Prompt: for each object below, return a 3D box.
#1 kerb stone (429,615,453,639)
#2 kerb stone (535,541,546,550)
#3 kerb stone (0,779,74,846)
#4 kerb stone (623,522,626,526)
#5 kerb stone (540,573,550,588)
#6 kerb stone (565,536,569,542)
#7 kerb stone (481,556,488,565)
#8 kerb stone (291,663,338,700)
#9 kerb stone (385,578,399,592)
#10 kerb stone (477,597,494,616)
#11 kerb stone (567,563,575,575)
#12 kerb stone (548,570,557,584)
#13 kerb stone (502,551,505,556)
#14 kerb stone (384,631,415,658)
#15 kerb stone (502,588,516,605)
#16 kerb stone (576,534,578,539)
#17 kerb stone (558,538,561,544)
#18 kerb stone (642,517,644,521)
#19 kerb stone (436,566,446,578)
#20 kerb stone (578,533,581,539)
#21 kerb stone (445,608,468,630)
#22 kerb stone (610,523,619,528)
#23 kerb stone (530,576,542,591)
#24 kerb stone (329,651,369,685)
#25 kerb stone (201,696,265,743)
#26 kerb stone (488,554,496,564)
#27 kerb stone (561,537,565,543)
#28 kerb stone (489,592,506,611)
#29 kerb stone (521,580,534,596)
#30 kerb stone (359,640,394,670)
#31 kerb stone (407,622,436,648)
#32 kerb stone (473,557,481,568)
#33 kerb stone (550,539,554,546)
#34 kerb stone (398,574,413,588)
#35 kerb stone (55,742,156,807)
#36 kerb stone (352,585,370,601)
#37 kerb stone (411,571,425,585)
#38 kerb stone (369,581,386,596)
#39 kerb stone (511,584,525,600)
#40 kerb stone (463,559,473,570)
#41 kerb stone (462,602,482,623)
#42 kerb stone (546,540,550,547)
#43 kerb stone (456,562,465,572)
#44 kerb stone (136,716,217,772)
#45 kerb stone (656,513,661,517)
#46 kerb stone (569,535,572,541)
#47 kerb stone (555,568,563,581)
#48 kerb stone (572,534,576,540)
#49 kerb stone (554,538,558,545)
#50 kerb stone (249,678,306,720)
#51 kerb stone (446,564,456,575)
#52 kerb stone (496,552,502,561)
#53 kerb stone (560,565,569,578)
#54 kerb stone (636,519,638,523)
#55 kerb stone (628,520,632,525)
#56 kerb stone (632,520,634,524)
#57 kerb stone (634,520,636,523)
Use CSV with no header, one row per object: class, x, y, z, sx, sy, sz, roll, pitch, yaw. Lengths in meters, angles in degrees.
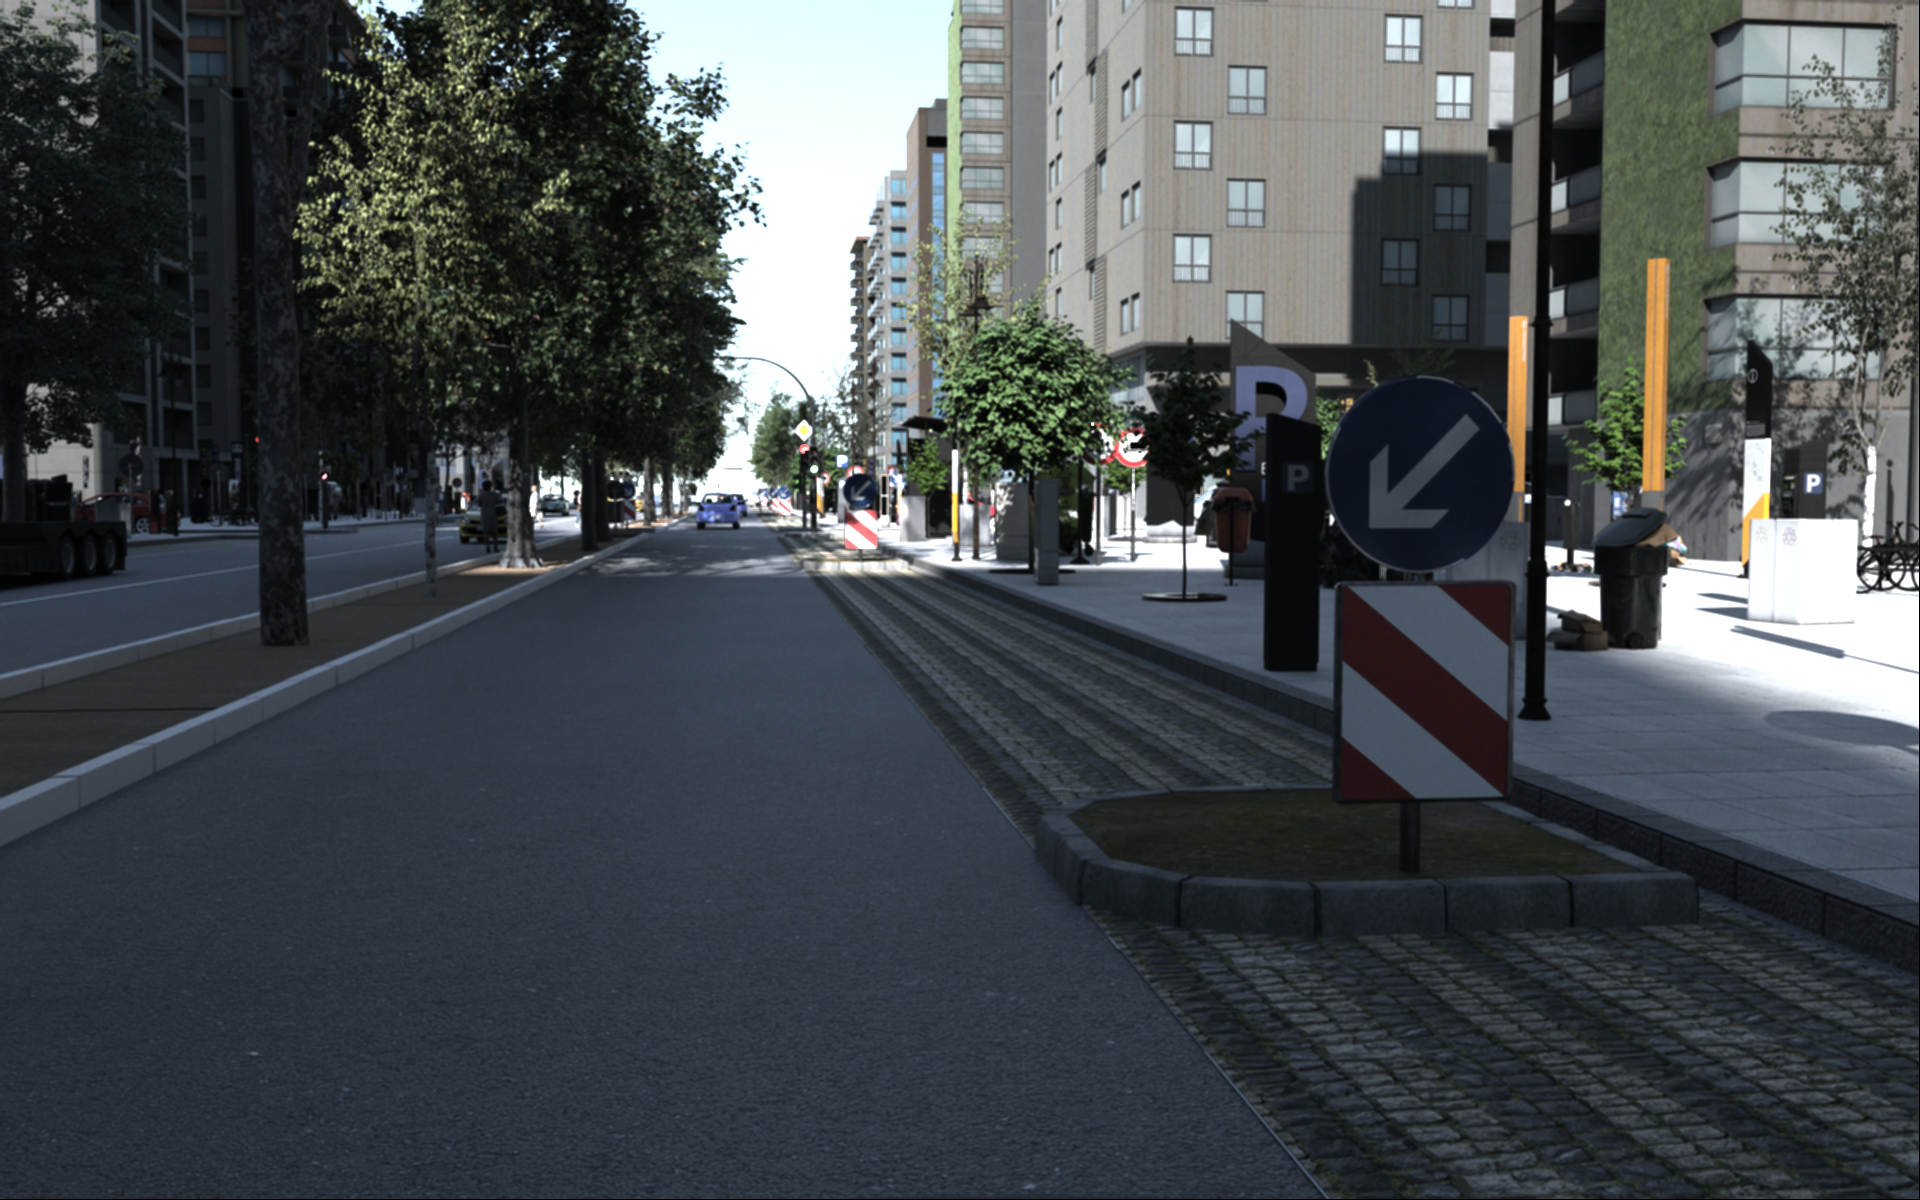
kerb stone,-5.297,0.286,17.526,0.120,0.150,1.000,0,4,-7
kerb stone,-10.894,-1.381,44.770,0.120,0.150,1.000,0,4,-7
kerb stone,-4.005,0.912,7.373,0.120,0.150,1.000,0,4,-7
kerb stone,-14.979,-3.335,76.762,0.120,0.150,1.000,0,4,-7
kerb stone,-6.474,-0.274,26.680,0.120,0.150,1.000,0,4,-7
kerb stone,-11.676,-1.742,50.861,0.120,0.150,1.000,0,4,-7
kerb stone,-9.610,-0.754,34.602,0.120,0.150,1.000,0,4,-7
kerb stone,-4.663,0.598,12.443,0.120,0.150,1.000,0,4,-7
kerb stone,-8.440,-0.198,25.445,0.120,0.150,1.000,0,4,-7
kerb stone,-5.695,0.099,20.573,0.120,0.150,1.000,0,4,-7
kerb stone,-6.992,-0.523,30.752,0.120,0.150,1.000,0,4,-7
kerb stone,-6.606,-0.336,27.693,0.120,0.150,1.000,0,4,-7
kerb stone,-9.989,-0.945,37.654,0.120,0.150,1.000,0,4,-7
kerb stone,-5.056,0.415,15.494,0.120,0.150,1.000,0,4,-7
kerb stone,-5.956,-0.022,22.601,0.120,0.150,1.000,0,4,-7
kerb stone,-12.066,-1.940,53.907,0.120,0.150,1.000,0,4,-7
kerb stone,-11.421,-1.628,48.829,0.120,0.150,1.000,0,4,-7
kerb stone,-16.661,-4.146,89.986,0.120,0.150,1.000,0,4,-7
kerb stone,-8.955,-0.448,29.526,0.120,0.150,1.000,0,4,-7
kerb stone,-12.192,-2.000,54.922,0.120,0.150,1.000,0,4,-7
kerb stone,-5.431,0.224,18.540,0.120,0.150,1.000,0,4,-7
kerb stone,-14.334,-3.022,71.688,0.120,0.150,1.000,0,4,-7
kerb stone,-6.347,-0.212,25.654,0.120,0.150,1.000,0,4,-7
kerb stone,-4.782,0.534,13.465,0.120,0.150,1.000,0,4,-7
kerb stone,-4.394,0.724,10.416,0.120,0.150,1.000,0,4,-7
kerb stone,-9.735,-0.821,35.617,0.120,0.150,1.000,0,4,-7
kerb stone,-11.548,-1.689,49.846,0.120,0.150,1.000,0,4,-7
kerb stone,-5.819,0.037,21.587,0.120,0.150,1.000,0,4,-7
kerb stone,-6.214,-0.149,24.632,0.120,0.150,1.000,0,4,-7
kerb stone,-4.916,0.477,14.481,0.120,0.150,1.000,0,4,-7
kerb stone,-5.170,0.349,16.512,0.120,0.150,1.000,0,4,-7
kerb stone,-9.471,-0.697,33.589,0.120,0.150,1.000,0,4,-7
kerb stone,-11.153,-1.505,46.802,0.120,0.150,1.000,0,4,-7
kerb stone,-8.557,-0.260,26.462,0.120,0.150,1.000,0,4,-7
kerb stone,-4.137,0.845,8.387,0.120,0.150,1.000,0,4,-7
kerb stone,-8.176,-0.074,23.407,0.120,0.150,1.000,0,4,-7
kerb stone,-8.686,-0.324,27.488,0.120,0.150,1.000,0,4,-7
kerb stone,-8.301,-0.136,24.427,0.120,0.150,1.000,0,4,-7
kerb stone,-6.085,-0.087,23.616,0.120,0.150,1.000,0,4,-7
kerb stone,-9.339,-0.635,32.576,0.120,0.150,1.000,0,4,-7
kerb stone,-5.567,0.162,19.559,0.120,0.150,1.000,0,4,-7
kerb stone,-11.033,-1.442,45.785,0.120,0.150,1.000,0,4,-7
kerb stone,-9.213,-0.569,31.554,0.120,0.150,1.000,0,4,-7
kerb stone,-4.264,0.782,9.402,0.120,0.150,1.000,0,4,-7
kerb stone,-19.656,-5.579,113.415,0.120,0.150,1.000,0,4,-7
kerb stone,-11.808,-1.815,51.877,0.120,0.150,1.000,0,4,-7
kerb stone,-6.733,-0.398,28.711,0.120,0.150,1.000,0,4,-7
kerb stone,-11.927,-1.877,52.892,0.120,0.150,1.000,0,4,-7
kerb stone,-11.291,-1.567,47.815,0.120,0.150,1.000,0,4,-7
kerb stone,-4.525,0.660,11.430,0.120,0.150,1.000,0,4,-7
kerb stone,-9.083,-0.510,30.540,0.120,0.150,1.000,0,4,-7
kerb stone,-9.863,-0.883,36.634,0.120,0.150,1.000,0,4,-7
kerb stone,-6.862,-0.457,29.732,0.120,0.150,1.000,0,4,-7
kerb stone,-16.019,-3.835,84.892,0.120,0.150,1.000,0,4,-7
kerb stone,-15.500,-3.580,80.830,0.120,0.150,1.000,0,4,-7
kerb stone,-15.629,-3.648,81.844,0.120,0.150,1.000,0,4,-7
kerb stone,-15.888,-3.772,83.871,0.120,0.150,1.000,0,4,-7
